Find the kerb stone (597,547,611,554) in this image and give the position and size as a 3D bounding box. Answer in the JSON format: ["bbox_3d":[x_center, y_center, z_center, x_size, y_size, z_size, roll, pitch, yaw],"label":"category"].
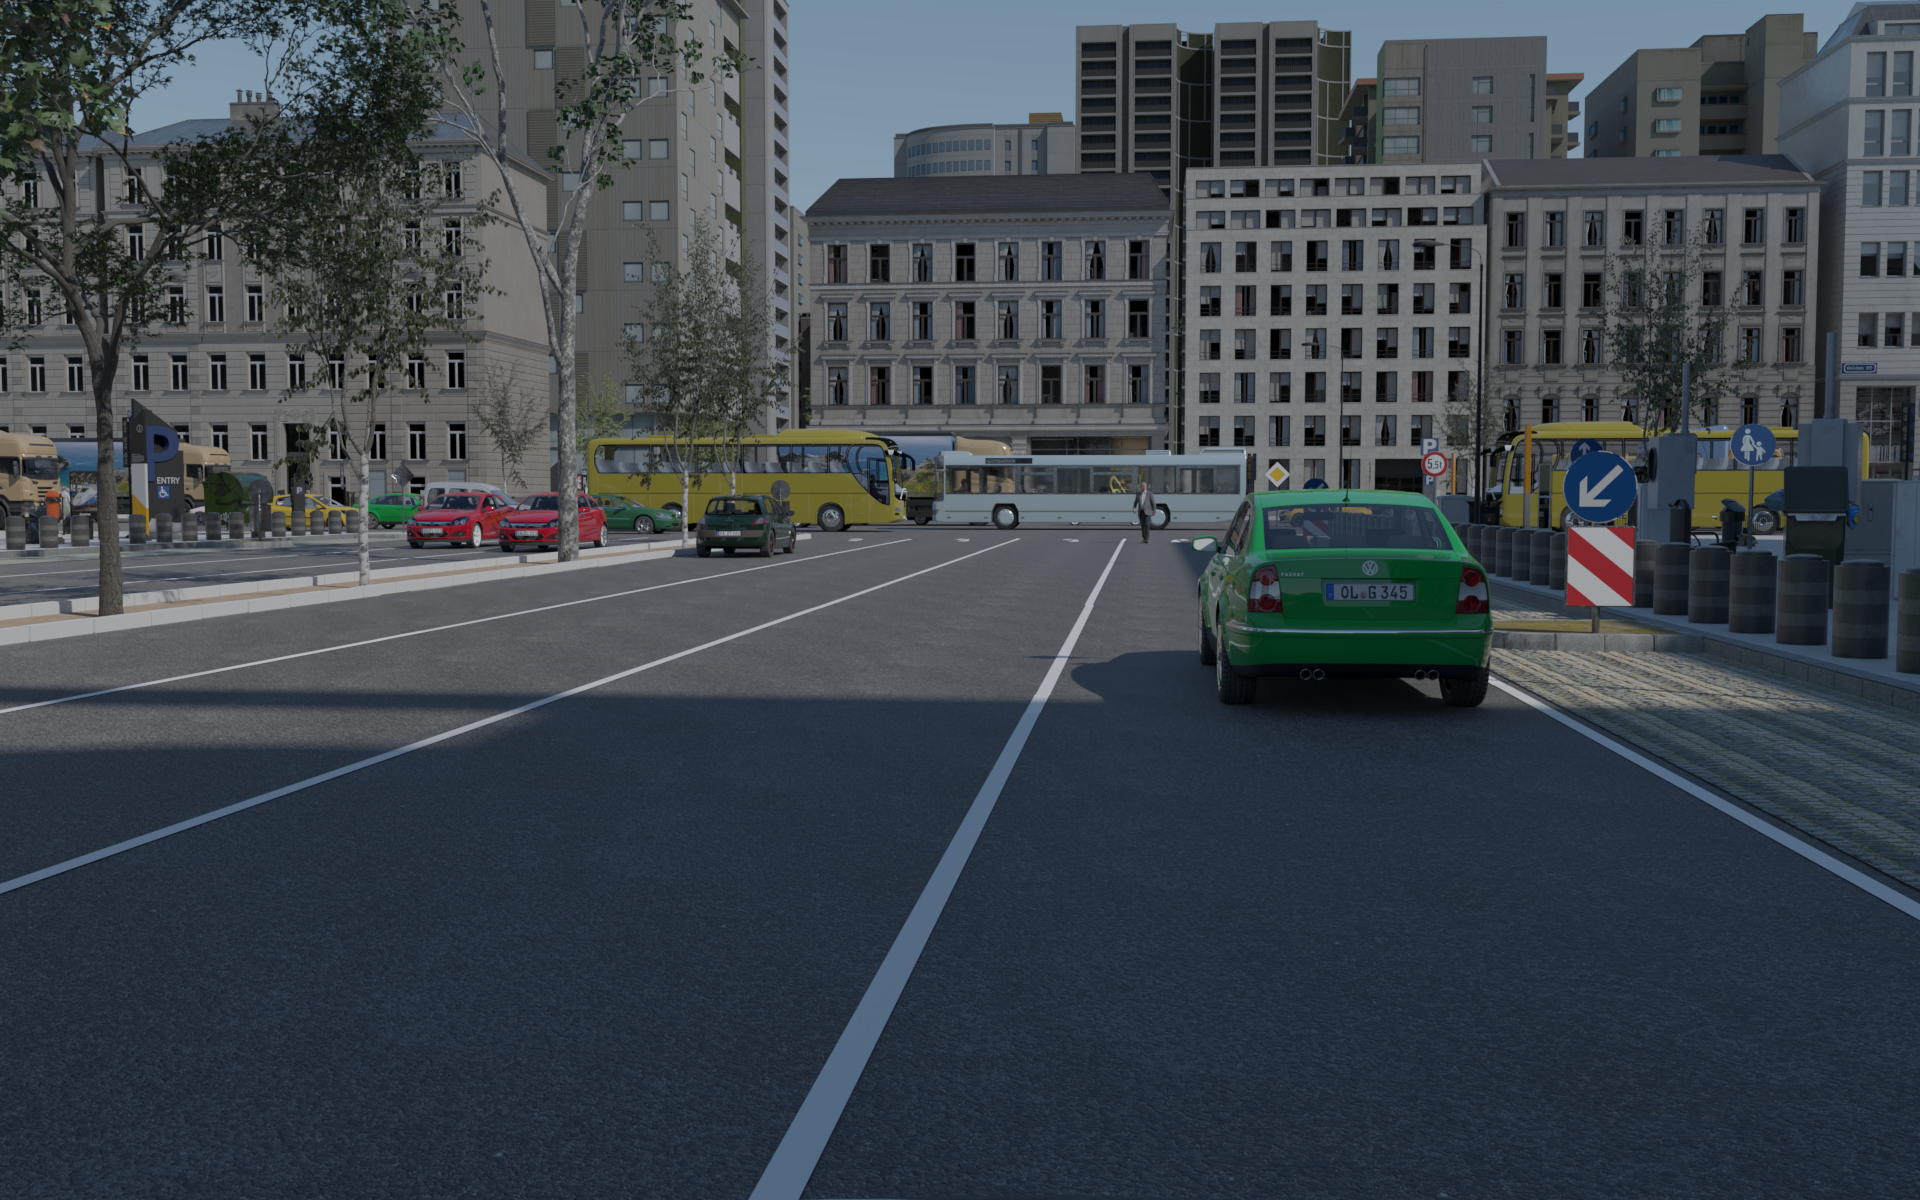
[{"bbox_3d":[-8.564,-1.155,41.112,0.120,0.150,1.000,0,4,6],"label":"kerb stone"}]

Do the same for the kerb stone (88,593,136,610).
[{"bbox_3d":[-10.681,0.033,21.654,0.120,0.150,1.000,0,4,6],"label":"kerb stone"}]

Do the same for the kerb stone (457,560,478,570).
[{"bbox_3d":[-9.451,-0.656,32.915,0.120,0.150,1.000,0,4,6],"label":"kerb stone"}]

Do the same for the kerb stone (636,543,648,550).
[{"bbox_3d":[-8.225,-1.345,44.194,0.120,0.150,1.000,0,4,6],"label":"kerb stone"}]

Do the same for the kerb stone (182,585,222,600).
[{"bbox_3d":[-10.454,-0.092,23.695,0.120,0.150,1.000,0,4,6],"label":"kerb stone"}]

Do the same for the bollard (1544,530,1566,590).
[{"bbox_3d":[8.135,-0.523,23.267,0.404,0.777,0.398,0,3,0],"label":"bollard"}]

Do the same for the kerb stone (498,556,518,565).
[{"bbox_3d":[-9.224,-0.778,34.965,0.120,0.150,1.000,0,4,6],"label":"kerb stone"}]

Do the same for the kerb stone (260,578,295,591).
[{"bbox_3d":[-10.229,-0.215,25.750,0.120,0.150,1.000,0,4,6],"label":"kerb stone"}]

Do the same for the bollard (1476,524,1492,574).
[{"bbox_3d":[8.657,-0.817,28.068,0.404,0.777,0.398,0,3,0],"label":"bollard"}]

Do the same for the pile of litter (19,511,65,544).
[{"bbox_3d":[-23.899,-1.894,44.934,1.176,0.858,1.719,-3,4,-36],"label":"pile of litter"}]

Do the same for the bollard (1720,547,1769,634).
[{"bbox_3d":[7.350,-0.082,16.051,0.404,0.777,0.398,0,3,0],"label":"bollard"}]

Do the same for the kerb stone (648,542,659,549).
[{"bbox_3d":[-8.116,-1.408,45.223,0.120,0.150,1.000,0,4,6],"label":"kerb stone"}]

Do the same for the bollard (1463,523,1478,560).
[{"bbox_3d":[8.787,-0.890,29.267,0.404,0.777,0.398,0,3,0],"label":"bollard"}]

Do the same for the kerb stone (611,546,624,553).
[{"bbox_3d":[-8.447,-1.220,42.147,0.120,0.150,1.000,0,4,6],"label":"kerb stone"}]

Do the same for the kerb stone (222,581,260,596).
[{"bbox_3d":[-10.350,-0.155,24.730,0.120,0.150,1.000,0,4,6],"label":"kerb stone"}]

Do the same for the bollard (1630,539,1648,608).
[{"bbox_3d":[7.745,-0.303,19.664,0.404,0.777,0.398,0,3,0],"label":"bollard"}]

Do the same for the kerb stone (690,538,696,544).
[{"bbox_3d":[-7.663,-1.654,49.312,0.120,0.150,1.000,0,4,6],"label":"kerb stone"}]

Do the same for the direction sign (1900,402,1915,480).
[{"bbox_3d":[23.498,-3.120,43.004,0.876,3.537,0.379,-3,5,-44],"label":"direction sign"}]

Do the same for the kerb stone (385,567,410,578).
[{"bbox_3d":[-9.789,-0.467,29.848,0.120,0.150,1.000,0,4,6],"label":"kerb stone"}]

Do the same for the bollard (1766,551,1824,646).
[{"bbox_3d":[7.219,-0.007,14.835,0.404,0.777,0.398,0,3,0],"label":"bollard"}]

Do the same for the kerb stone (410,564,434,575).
[{"bbox_3d":[-9.683,-0.527,30.875,0.120,0.150,1.000,0,4,6],"label":"kerb stone"}]

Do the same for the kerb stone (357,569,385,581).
[{"bbox_3d":[-9.894,-0.405,28.827,0.120,0.150,1.000,0,4,6],"label":"kerb stone"}]

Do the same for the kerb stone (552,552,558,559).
[{"bbox_3d":[-8.896,-0.969,38.037,0.120,0.150,1.000,0,4,6],"label":"kerb stone"}]

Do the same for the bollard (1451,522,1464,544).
[{"bbox_3d":[8.920,-0.963,30.467,0.404,0.777,0.398,0,3,0],"label":"bollard"}]

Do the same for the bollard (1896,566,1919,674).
[{"bbox_3d":[6.955,0.140,12.433,0.404,0.777,0.398,0,3,0],"label":"bollard"}]

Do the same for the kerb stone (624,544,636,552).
[{"bbox_3d":[-8.335,-1.279,43.173,0.120,0.150,1.000,0,4,6],"label":"kerb stone"}]

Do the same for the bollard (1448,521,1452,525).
[{"bbox_3d":[9.050,-1.036,31.662,0.404,0.777,0.398,0,3,0],"label":"bollard"}]

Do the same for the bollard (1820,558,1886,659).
[{"bbox_3d":[7.089,0.067,13.627,0.404,0.777,0.398,0,3,0],"label":"bollard"}]

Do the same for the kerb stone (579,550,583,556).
[{"bbox_3d":[-8.790,-1.031,39.059,0.120,0.150,1.000,0,4,6],"label":"kerb stone"}]

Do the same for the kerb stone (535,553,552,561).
[{"bbox_3d":[-9.004,-0.904,37.016,0.120,0.150,1.000,0,4,6],"label":"kerb stone"}]

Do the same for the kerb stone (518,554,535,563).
[{"bbox_3d":[-9.119,-0.842,35.987,0.120,0.150,1.000,0,4,6],"label":"kerb stone"}]

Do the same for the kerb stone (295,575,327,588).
[{"bbox_3d":[-10.123,-0.272,26.772,0.120,0.150,1.000,0,4,6],"label":"kerb stone"}]

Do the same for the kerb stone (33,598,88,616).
[{"bbox_3d":[-10.784,0.096,20.629,0.120,0.150,1.000,0,4,6],"label":"kerb stone"}]

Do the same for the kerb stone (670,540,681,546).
[{"bbox_3d":[-7.888,-1.533,47.271,0.120,0.150,1.000,0,4,6],"label":"kerb stone"}]

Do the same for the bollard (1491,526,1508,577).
[{"bbox_3d":[8.526,-0.743,26.872,0.404,0.777,0.398,0,3,0],"label":"bollard"}]

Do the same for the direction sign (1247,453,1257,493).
[{"bbox_3d":[16.238,-6.387,96.422,0.379,3.537,0.876,-2,4,-24],"label":"direction sign"}]

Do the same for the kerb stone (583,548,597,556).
[{"bbox_3d":[-8.675,-1.089,40.079,0.120,0.150,1.000,0,4,6],"label":"kerb stone"}]

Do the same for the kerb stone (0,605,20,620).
[{"bbox_3d":[-10.898,0.159,19.609,0.120,0.150,1.000,0,4,6],"label":"kerb stone"}]

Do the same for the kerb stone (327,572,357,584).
[{"bbox_3d":[-10.009,-0.342,27.795,0.120,0.150,1.000,0,4,6],"label":"kerb stone"}]

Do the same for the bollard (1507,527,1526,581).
[{"bbox_3d":[8.395,-0.670,25.668,0.404,0.777,0.398,0,3,0],"label":"bollard"}]

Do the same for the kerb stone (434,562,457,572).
[{"bbox_3d":[-9.569,-0.593,31.895,0.120,0.150,1.000,0,4,6],"label":"kerb stone"}]

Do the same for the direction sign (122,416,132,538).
[{"bbox_3d":[-24.337,-3.594,50.765,0.876,3.537,0.379,3,5,45],"label":"direction sign"}]

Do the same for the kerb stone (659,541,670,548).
[{"bbox_3d":[-8.009,-1.465,46.245,0.120,0.150,1.000,0,4,6],"label":"kerb stone"}]

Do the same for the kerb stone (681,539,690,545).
[{"bbox_3d":[-7.780,-1.596,48.292,0.120,0.150,1.000,0,4,6],"label":"kerb stone"}]

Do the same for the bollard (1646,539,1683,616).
[{"bbox_3d":[7.612,-0.229,18.462,0.404,0.777,0.398,0,3,0],"label":"bollard"}]

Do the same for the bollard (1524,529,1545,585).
[{"bbox_3d":[8.265,-0.596,24.463,0.404,0.777,0.398,0,3,0],"label":"bollard"}]

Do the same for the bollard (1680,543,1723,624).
[{"bbox_3d":[7.481,-0.156,17.261,0.404,0.777,0.398,0,3,0],"label":"bollard"}]

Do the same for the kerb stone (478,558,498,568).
[{"bbox_3d":[-9.340,-0.718,33.936,0.120,0.150,1.000,0,4,6],"label":"kerb stone"}]

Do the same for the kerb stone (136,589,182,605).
[{"bbox_3d":[-10.559,-0.029,22.673,0.120,0.150,1.000,0,4,6],"label":"kerb stone"}]
